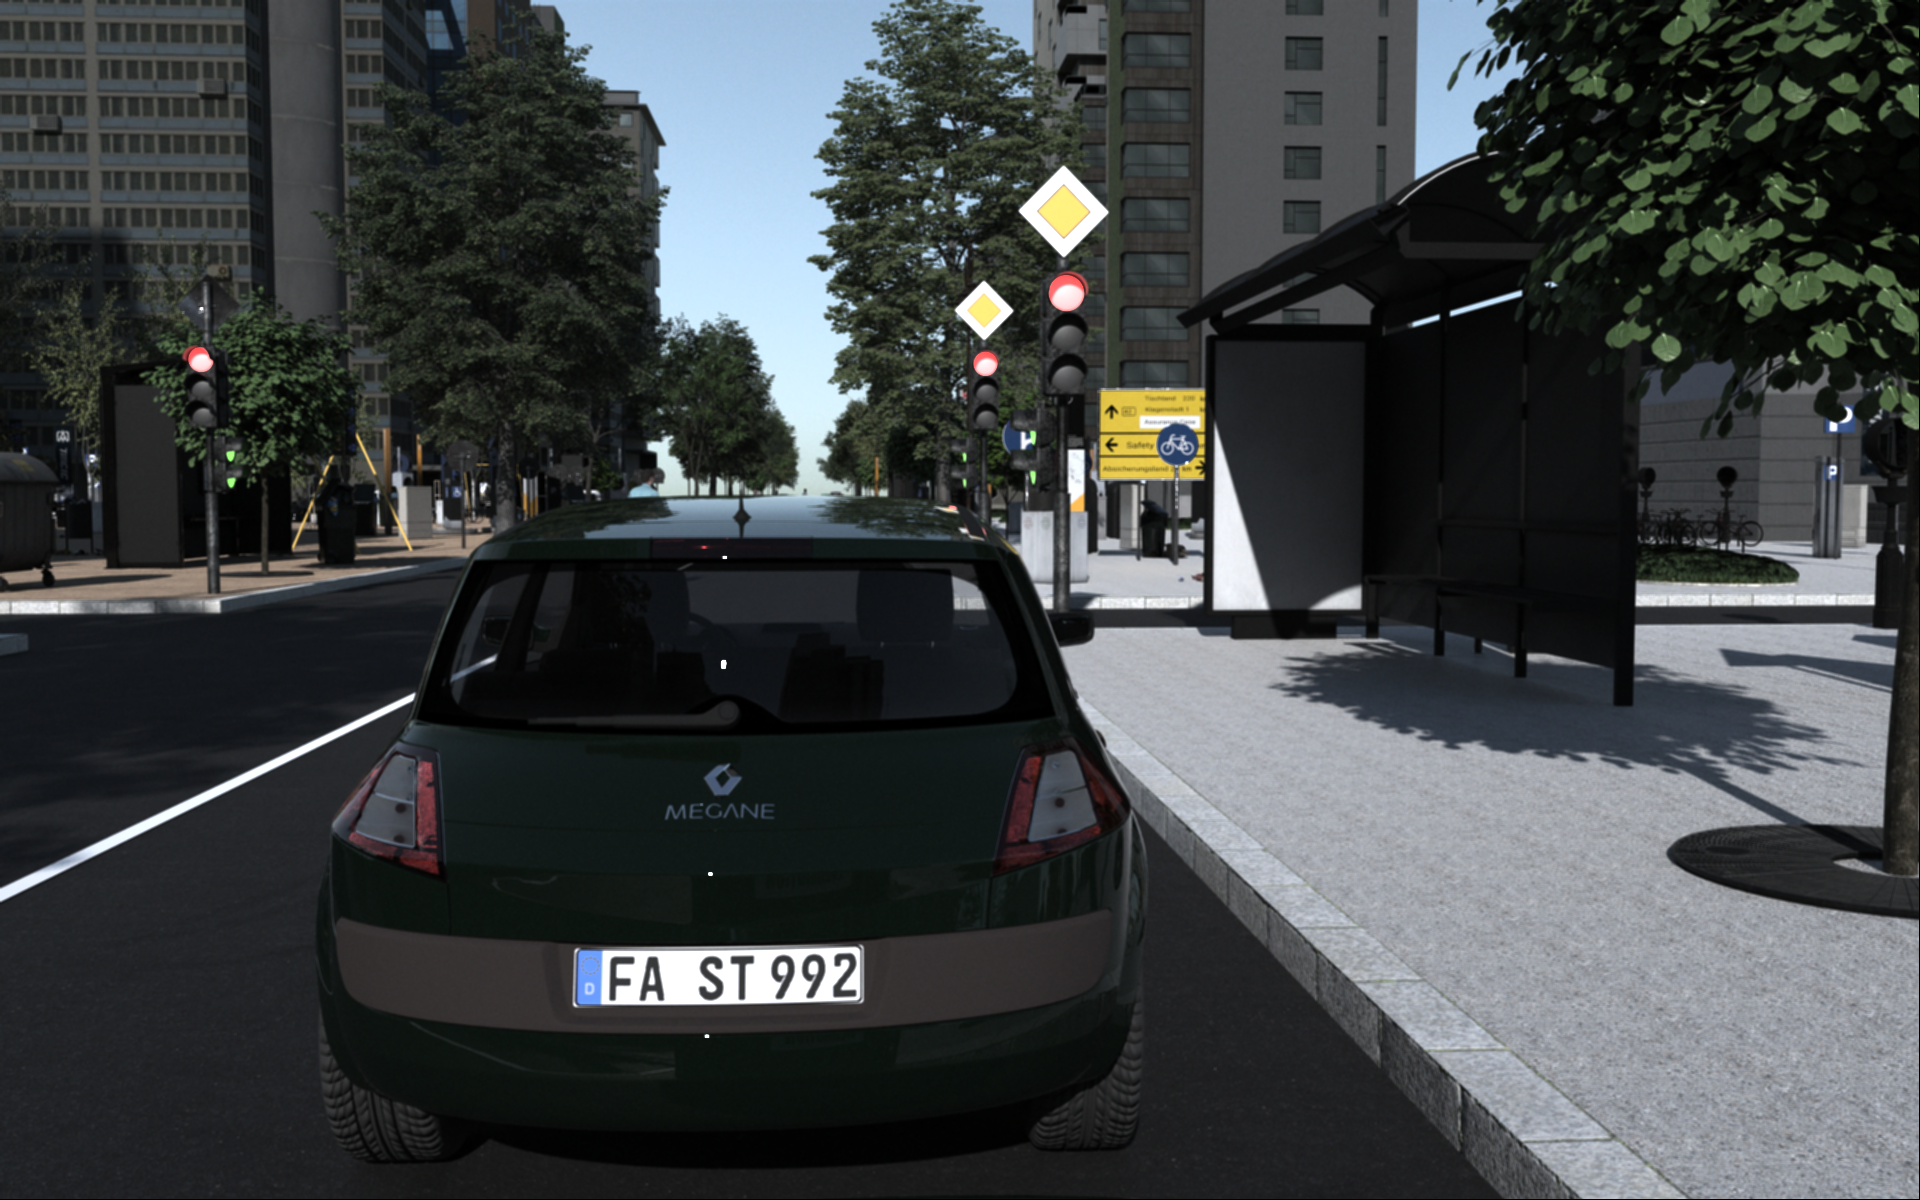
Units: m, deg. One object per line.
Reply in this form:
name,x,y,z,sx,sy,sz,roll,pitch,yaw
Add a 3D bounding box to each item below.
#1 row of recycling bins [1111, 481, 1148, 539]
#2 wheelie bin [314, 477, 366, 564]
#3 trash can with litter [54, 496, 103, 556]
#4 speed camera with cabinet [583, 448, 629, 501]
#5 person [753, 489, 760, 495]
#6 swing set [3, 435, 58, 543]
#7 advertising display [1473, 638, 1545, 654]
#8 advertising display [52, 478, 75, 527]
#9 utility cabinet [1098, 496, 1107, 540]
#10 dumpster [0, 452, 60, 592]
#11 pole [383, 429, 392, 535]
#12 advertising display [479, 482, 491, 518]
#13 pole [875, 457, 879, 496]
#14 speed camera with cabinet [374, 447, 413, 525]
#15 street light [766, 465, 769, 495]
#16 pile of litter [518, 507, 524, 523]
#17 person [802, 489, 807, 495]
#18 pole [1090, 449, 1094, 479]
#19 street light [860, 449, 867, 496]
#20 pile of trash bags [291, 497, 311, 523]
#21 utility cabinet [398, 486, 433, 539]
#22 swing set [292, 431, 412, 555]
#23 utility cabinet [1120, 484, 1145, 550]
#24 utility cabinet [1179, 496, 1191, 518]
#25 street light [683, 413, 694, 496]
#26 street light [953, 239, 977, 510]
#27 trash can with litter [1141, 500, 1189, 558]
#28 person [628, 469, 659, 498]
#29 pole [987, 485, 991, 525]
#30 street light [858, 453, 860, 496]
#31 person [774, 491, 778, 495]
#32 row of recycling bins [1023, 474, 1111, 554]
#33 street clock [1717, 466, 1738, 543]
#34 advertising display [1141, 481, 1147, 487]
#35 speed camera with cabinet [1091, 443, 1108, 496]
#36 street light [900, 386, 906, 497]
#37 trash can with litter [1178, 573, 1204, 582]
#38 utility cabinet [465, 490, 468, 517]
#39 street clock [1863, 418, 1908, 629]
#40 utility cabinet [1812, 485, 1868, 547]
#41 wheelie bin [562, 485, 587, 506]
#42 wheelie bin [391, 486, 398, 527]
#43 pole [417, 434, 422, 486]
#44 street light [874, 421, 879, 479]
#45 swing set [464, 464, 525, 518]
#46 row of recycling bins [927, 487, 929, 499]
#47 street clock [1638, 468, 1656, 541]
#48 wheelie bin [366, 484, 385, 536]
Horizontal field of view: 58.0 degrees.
row of recycling bins,4.826,-2.673,50.822,1.069,1.692,3.534,0,4,-2
wheelie bin,-11.467,-1.466,31.869,0.693,1.594,0.980,-2,4,-32
trash can with litter,-18.169,-1.553,36.441,2.233,1.210,1.678,0,4,-6
speed camera with cabinet,-15.145,-4.843,73.511,2.038,3.252,0.660,0,4,2
person,-11.733,-5.538,99.714,0.551,1.740,0.621,2,4,25
swing set,-25.365,-2.852,44.243,2.862,2.851,3.119,0,4,3
advertising display,4.608,-0.532,13.916,0.974,1.923,0.123,0,4,3
advertising display,-34.723,-3.774,66.917,0.123,1.923,0.974,3,4,36
utility cabinet,3.676,-2.267,48.229,0.306,1.237,1.020,3,5,39
dumpster,-13.069,-1.065,23.180,1.264,1.857,1.865,0,4,-4
pole,-17.884,-3.686,54.101,0.158,3.312,0.155,0,3,0
advertising display,-25.162,-5.341,92.534,0.974,1.923,0.123,0,4,-6
pole,-4.599,-6.235,95.781,0.158,3.312,0.155,0,3,0
speed camera with cabinet,-23.569,-4.736,71.776,0.660,3.252,2.038,2,4,25
street light,-23.784,-14.804,214.835,0.468,5.910,1.993,0,4,-4
pile of litter,-15.892,-3.021,63.352,1.176,0.858,1.719,1,4,9
person,-11.426,-7.317,128.118,0.705,1.826,1.348,-3,5,-41
pole,6.005,-5.194,78.769,0.158,3.312,0.155,0,3,0
street light,-7.594,-10.238,140.180,0.468,5.910,1.993,0,4,-4
pile of trash bags,-31.160,-4.245,79.153,3.447,1.369,1.912,1,4,22
utility cabinet,-15.476,-2.478,49.194,0.318,1.500,1.173,1,4,18
swing set,-13.985,-2.463,37.894,2.862,2.851,3.119,0,4,4
utility cabinet,3.982,-1.914,39.981,0.318,1.500,1.173,0,4,-8
utility cabinet,9.761,-3.907,75.041,1.020,1.237,0.306,-3,5,-43
street light,-15.490,-7.716,98.942,0.468,5.910,1.993,0,4,-4
street light,0.157,-3.597,31.593,0.468,5.910,1.993,0,4,-4
trash can with litter,4.127,-1.439,34.912,1.055,1.170,0.624,3,5,39
person,-4.913,-1.106,26.597,0.660,1.820,0.620,1,4,22
pole,1.087,-4.401,65.807,0.158,3.312,0.155,0,3,0
street light,-9.909,-12.279,173.553,0.468,5.910,1.993,0,4,-4
person,-19.562,-10.787,184.956,0.705,1.814,1.350,2,4,27
row of recycling bins,2.210,-1.823,36.921,1.069,1.692,3.534,1,4,19
street clock,20.043,-2.490,45.288,0.471,2.002,0.358,2,4,34
advertising display,7.018,-3.921,69.321,0.974,1.923,0.123,2,4,24
speed camera with cabinet,5.256,-4.429,66.754,0.660,3.252,2.038,1,4,15
street light,-2.166,-5.604,64.416,0.468,5.910,1.993,0,4,-4
trash can with litter,4.026,-0.890,25.614,1.678,1.210,2.233,0,4,-7
utility cabinet,-27.581,-5.318,95.635,0.318,1.500,1.173,-3,5,-40
street clock,8.859,-0.728,16.477,0.471,2.002,0.358,0,4,-6
utility cabinet,21.178,-2.020,41.700,0.318,1.500,1.173,-2,4,-31
wheelie bin,-14.074,-3.369,62.998,0.980,1.594,0.693,-3,4,-37
wheelie bin,-22.582,-3.706,68.493,0.980,1.594,0.693,0,4,1
pole,-18.470,-3.999,59.224,0.158,3.312,0.155,0,3,0
street light,-5.241,-8.214,107.091,0.468,5.910,1.993,0,4,-4
swing set,-24.477,-5.707,90.933,3.119,2.851,2.862,0,4,-4
row of recycling bins,-1.656,-5.394,95.298,1.069,1.692,3.534,1,4,15
street clock,18.740,-2.615,47.320,0.471,2.002,0.358,-2,4,-29
wheelie bin,-18.234,-2.759,53.023,0.980,1.594,0.693,0,4,-2
